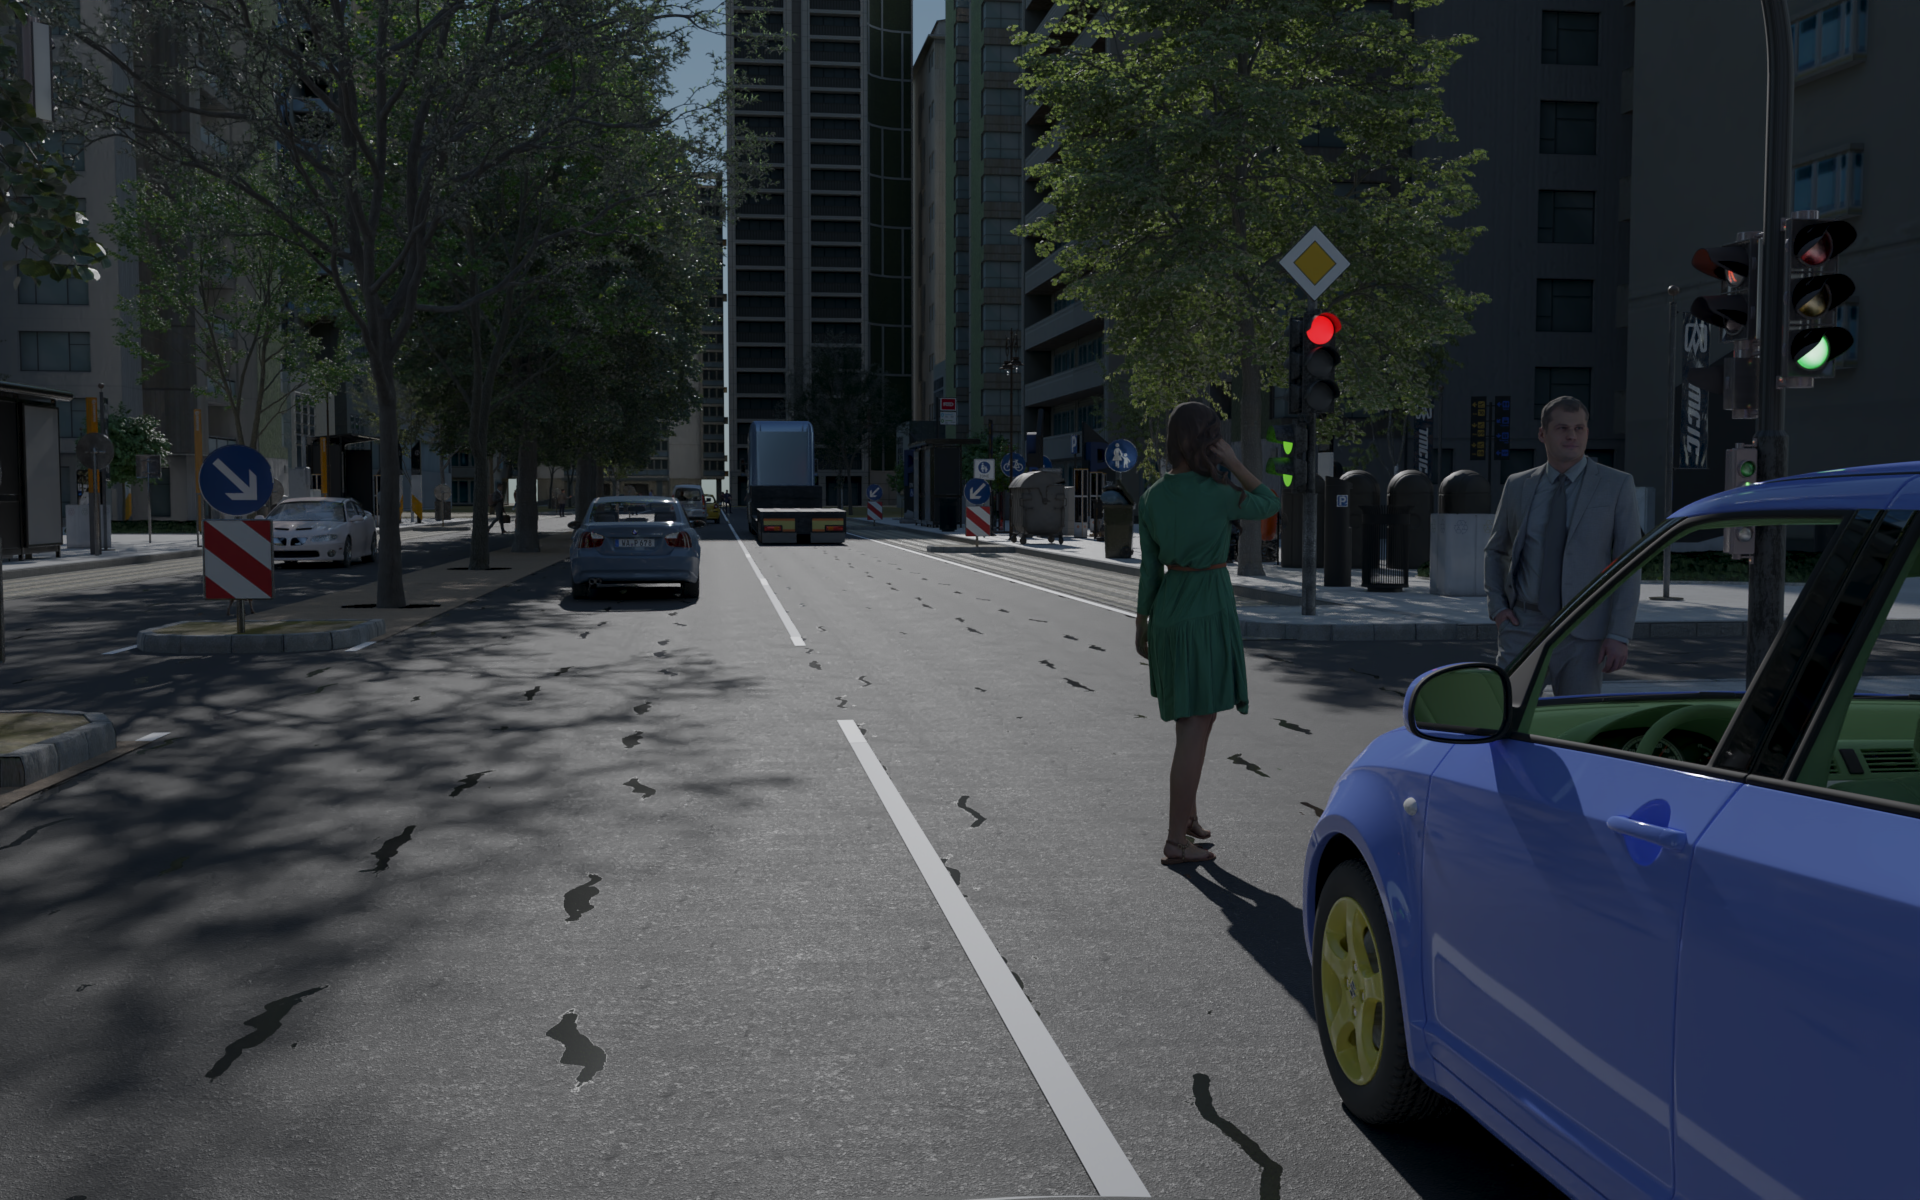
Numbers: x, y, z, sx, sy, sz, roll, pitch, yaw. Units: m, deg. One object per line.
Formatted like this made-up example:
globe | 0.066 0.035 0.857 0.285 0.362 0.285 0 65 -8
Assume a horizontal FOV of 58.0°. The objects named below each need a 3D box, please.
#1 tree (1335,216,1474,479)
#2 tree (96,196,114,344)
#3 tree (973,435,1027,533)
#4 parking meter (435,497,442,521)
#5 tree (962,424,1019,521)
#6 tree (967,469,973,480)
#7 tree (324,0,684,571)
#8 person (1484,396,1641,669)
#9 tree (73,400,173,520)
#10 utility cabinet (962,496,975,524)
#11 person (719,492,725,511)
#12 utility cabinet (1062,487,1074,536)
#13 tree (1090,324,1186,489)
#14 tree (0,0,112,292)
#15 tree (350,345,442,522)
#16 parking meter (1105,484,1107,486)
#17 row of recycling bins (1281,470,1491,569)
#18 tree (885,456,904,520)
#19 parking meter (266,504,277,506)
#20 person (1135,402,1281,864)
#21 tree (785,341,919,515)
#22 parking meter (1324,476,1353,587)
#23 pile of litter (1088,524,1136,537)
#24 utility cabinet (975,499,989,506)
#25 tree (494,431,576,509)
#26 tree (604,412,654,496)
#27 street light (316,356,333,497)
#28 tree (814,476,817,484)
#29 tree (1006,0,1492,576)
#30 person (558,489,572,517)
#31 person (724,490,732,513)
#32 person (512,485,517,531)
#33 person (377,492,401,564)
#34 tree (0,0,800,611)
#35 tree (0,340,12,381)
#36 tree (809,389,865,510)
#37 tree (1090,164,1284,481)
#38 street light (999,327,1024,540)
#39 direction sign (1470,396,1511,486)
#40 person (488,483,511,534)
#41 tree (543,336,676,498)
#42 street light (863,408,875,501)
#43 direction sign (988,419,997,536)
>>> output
tree | 11.298 -5.785 44.954 4.737 8.622 4.395 0 3 0
tree | -21.709 -7.755 52.543 9.928 11.665 9.643 0 3 0
tree | 1.434 -3.832 57.257 1.663 3.219 1.824 0 3 0
parking meter | -24.944 -4.563 83.015 0.372 1.533 0.369 0 3 0
tree | 1.230 -5.983 81.542 4.285 4.588 4.351 0 3 0
tree | 1.160 -4.972 75.900 1.663 3.219 1.824 0 3 0
tree | -8.907 -6.355 32.115 9.928 11.665 9.643 0 3 0
person | 2.351 0.107 6.846 0.635 1.810 0.391 2 4 27
tree | -29.372 -4.710 60.722 4.285 4.588 4.351 0 3 0
utility cabinet | 0.489 -3.846 74.051 0.306 1.237 1.020 3 5 44
person | -20.176 -8.366 146.760 0.593 1.643 0.415 -1 4 -14
utility cabinet | 2.981 -2.683 52.547 0.318 1.500 1.173 -3 4 -38
tree | 7.525 -7.359 70.686 4.737 8.622 4.395 0 3 0
tree | -5.169 -5.833 4.488 9.857 13.997 8.962 0 3 0
tree | -25.232 -7.864 78.931 4.360 8.622 3.978 0 3 0
parking meter | 3.830 -2.150 43.559 0.372 1.533 0.369 0 3 0
row of recycling bins | 7.355 -1.398 29.965 3.534 1.692 1.069 1 4 8
tree | -3.055 -5.669 87.290 1.663 3.219 1.824 0 3 0
parking meter | -19.673 -2.518 49.579 0.372 1.533 0.369 0 3 0
person | 0.912 0.114 6.879 0.600 1.795 0.529 2 4 35
tree | -6.587 -10.434 105.012 8.767 10.594 7.601 0 4 2
parking meter | 5.245 -0.955 24.023 0.372 1.533 0.369 0 3 0
pile of litter | 4.602 -2.306 51.671 1.176 0.858 1.719 -3 5 -45
utility cabinet | 0.987 -3.827 71.258 0.318 1.500 1.173 2 4 25
tree | -35.437 -13.212 150.434 7.601 10.594 8.767 2 4 24
tree | -15.524 -7.672 78.251 4.360 8.622 3.978 0 3 0
street light | -21.282 -5.233 58.347 0.468 5.910 1.993 -1 4 -8
tree | -15.013 -10.965 162.992 4.285 4.588 4.351 0 3 0
tree | 4.185 -6.666 27.109 7.486 12.596 7.792 0 3 0
person | -24.545 -6.029 107.608 0.750 1.759 0.617 -3 5 -42
person | -17.076 -7.277 127.928 0.568 1.767 0.683 3 5 44
person | -17.131 -3.595 67.257 0.573 1.828 0.580 -3 4 -36
person | -11.660 -1.637 35.439 0.511 1.800 0.466 2 4 24
tree | -7.078 -6.626 21.159 12.009 13.543 11.850 0 3 0
tree | -35.505 -6.793 61.435 4.360 8.622 3.978 0 3 0
tree | -8.095 -10.085 115.255 4.360 8.622 3.978 0 3 0
tree | 4.537 -5.297 36.975 4.360 8.622 3.978 0 3 0
street light | 1.431 -4.615 48.251 0.468 5.910 1.993 -1 4 -8
direction sign | 12.257 -2.942 40.096 0.876 3.537 0.379 1 4 16
person | -16.708 -3.313 62.632 0.822 1.834 0.622 0 4 -6
tree | -15.034 -9.238 71.624 7.486 12.596 7.792 0 3 0
street light | -4.811 -7.268 91.624 0.468 5.910 1.993 -1 4 -8
direction sign | 0.931 -3.712 52.682 0.379 3.537 0.876 0 4 8
